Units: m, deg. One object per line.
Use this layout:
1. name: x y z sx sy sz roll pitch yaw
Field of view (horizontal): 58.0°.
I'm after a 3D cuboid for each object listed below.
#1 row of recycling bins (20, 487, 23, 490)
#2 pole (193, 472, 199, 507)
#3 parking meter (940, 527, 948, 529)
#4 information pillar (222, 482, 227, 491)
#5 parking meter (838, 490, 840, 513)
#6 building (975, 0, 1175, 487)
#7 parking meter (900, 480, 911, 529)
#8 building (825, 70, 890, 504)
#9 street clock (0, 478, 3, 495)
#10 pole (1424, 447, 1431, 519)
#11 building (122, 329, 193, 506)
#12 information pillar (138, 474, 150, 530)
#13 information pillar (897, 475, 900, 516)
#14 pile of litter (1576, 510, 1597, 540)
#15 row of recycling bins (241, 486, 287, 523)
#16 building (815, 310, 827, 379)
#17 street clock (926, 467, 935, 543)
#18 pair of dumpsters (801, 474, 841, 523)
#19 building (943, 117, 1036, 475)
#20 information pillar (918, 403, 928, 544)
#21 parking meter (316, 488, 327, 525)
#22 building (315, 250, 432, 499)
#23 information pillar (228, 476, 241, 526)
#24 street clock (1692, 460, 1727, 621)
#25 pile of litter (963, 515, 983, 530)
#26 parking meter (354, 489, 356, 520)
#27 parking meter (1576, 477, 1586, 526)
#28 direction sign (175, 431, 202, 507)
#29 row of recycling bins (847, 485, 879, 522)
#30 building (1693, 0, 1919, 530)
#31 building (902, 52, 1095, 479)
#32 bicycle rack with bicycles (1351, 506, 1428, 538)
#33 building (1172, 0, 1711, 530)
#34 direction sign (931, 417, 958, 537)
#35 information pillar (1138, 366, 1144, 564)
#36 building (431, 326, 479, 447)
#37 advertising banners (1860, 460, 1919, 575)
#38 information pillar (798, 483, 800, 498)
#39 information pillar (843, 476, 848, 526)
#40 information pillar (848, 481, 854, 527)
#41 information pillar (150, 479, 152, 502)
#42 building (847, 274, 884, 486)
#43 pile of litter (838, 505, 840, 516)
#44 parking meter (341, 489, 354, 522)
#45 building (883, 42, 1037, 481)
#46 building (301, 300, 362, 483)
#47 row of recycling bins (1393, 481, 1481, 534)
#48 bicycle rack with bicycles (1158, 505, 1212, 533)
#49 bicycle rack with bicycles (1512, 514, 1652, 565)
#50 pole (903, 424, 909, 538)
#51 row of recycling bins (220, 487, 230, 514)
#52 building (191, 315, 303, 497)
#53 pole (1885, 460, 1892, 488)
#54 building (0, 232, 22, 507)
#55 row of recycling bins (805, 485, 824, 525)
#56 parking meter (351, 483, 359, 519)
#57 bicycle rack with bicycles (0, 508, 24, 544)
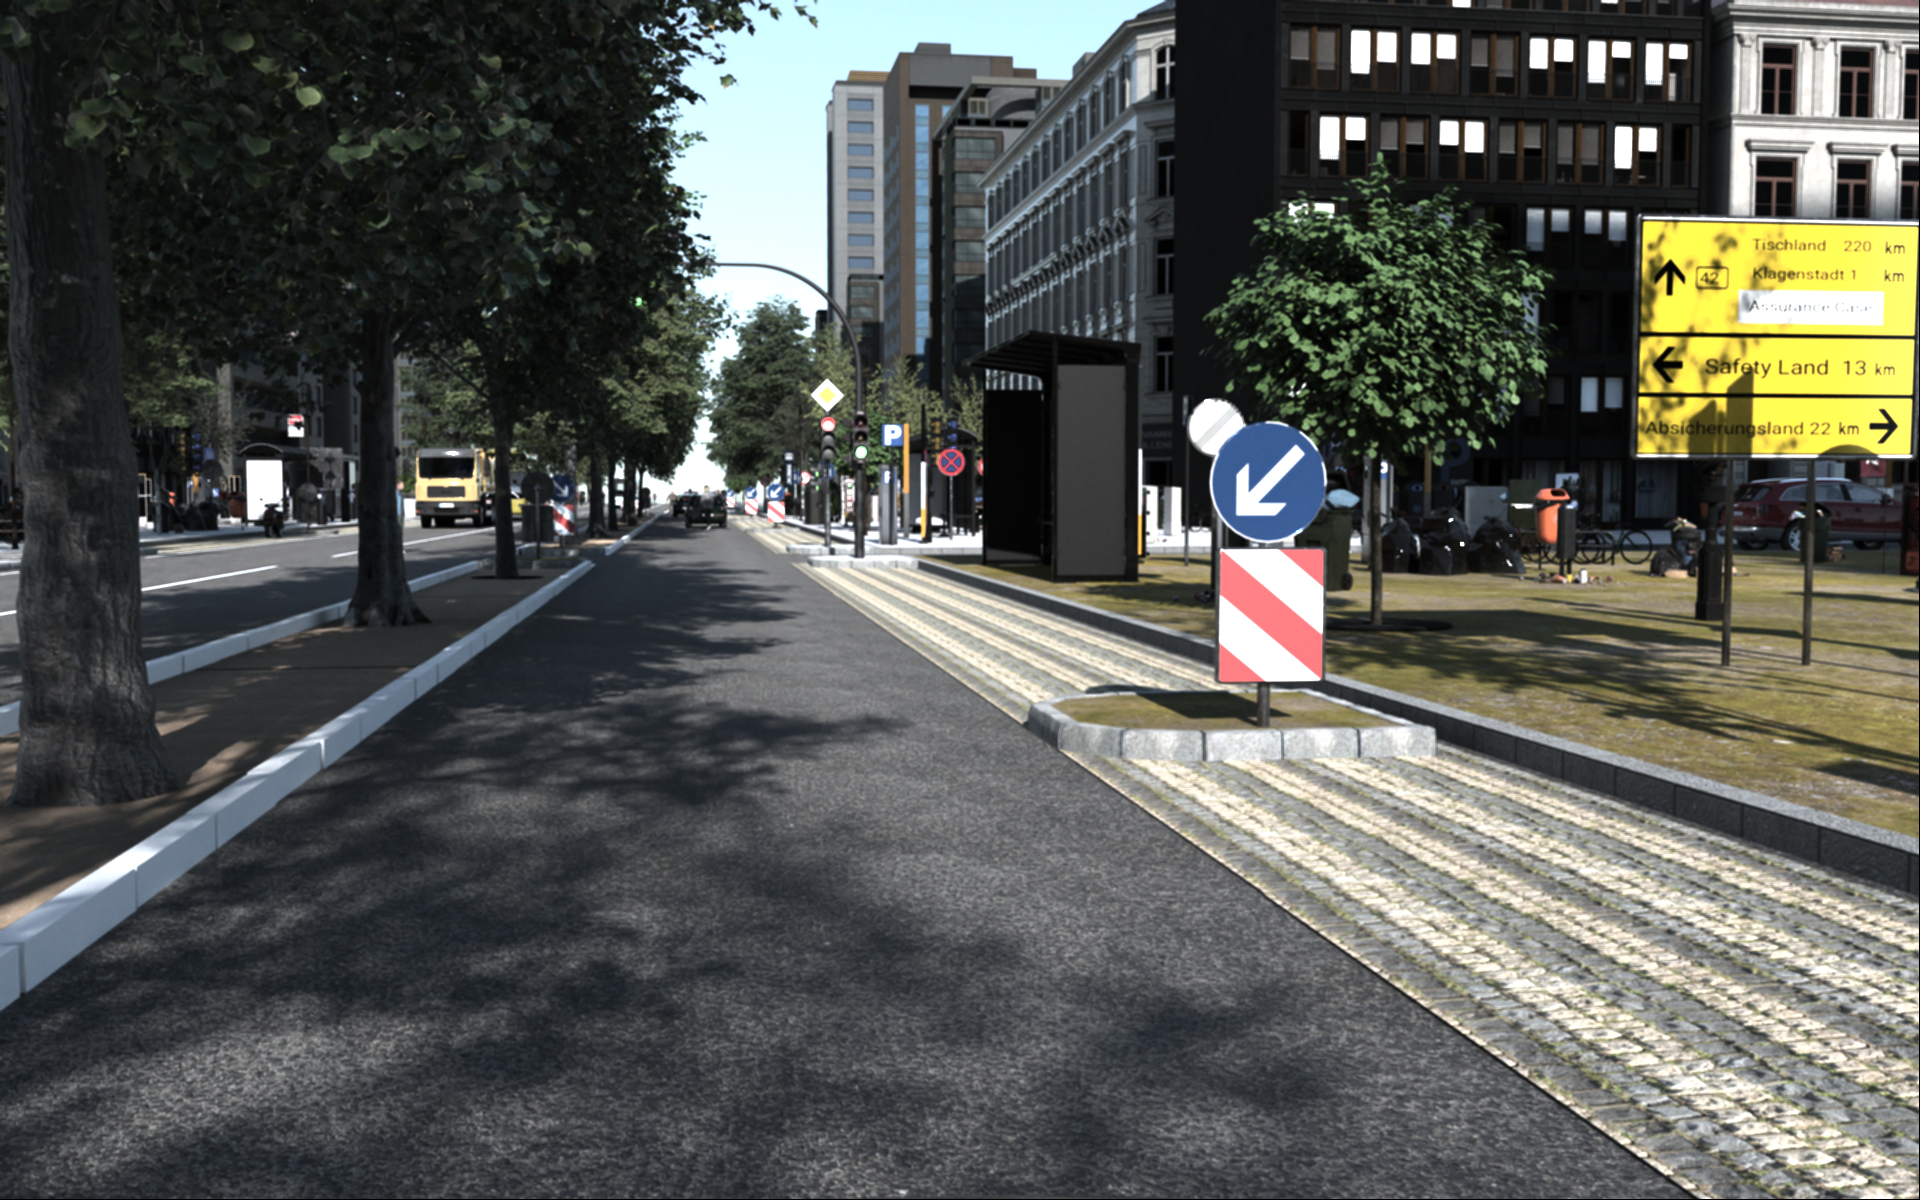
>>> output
1. row of recycling bins: -41.334 -4.321 77.759 1.069 1.692 3.534 -1 4 -11
2. pole: -29.071 -4.405 65.863 0.158 3.312 0.155 0 3 0
3. parking meter: -0.614 -3.596 64.498 0.399 1.863 0.255 -3 5 -41
4. information pillar: -46.237 -6.396 109.061 0.304 2.012 0.304 2 4 25
5. parking meter: -7.451 -5.917 105.158 0.372 1.533 0.369 0 3 0
6. building: 12.811 -19.705 98.591 17.030 29.872 44.131 -1 4 -9
7. parking meter: -2.021 -3.579 64.231 0.399 1.863 0.255 3 5 39
8. building: -8.602 -43.246 249.075 21.231 58.520 28.212 -1 4 -9
9. street clock: -39.316 -4.044 70.688 0.471 2.002 0.358 -2 4 -26
10. pole: 14.542 -3.670 53.840 0.158 3.312 0.155 0 3 0
11. building: -52.052 -16.374 97.391 12.332 23.373 15.834 -1 4 -9
12. information pillar: -29.656 -3.560 62.694 0.304 2.012 0.304 3 5 44
13. information pillar: -3.572 -6.602 99.296 0.183 3.616 0.504 -1 4 -20
14. pile of litter: 17.251 -2.121 48.646 1.719 0.858 1.176 -3 4 -38
15. row of recycling bins: -31.752 -4.400 79.046 1.069 1.692 3.534 0 4 4
16. building: -15.753 -30.534 270.924 14.160 30.474 14.107 -1 4 -9
17. street clock: -0.832 -2.512 45.646 0.358 2.002 0.471 0 4 -1
18. pair of dumpsters: -6.345 -4.704 79.397 1.574 2.255 4.437 -1 4 -9
19. building: 5.469 -22.335 136.886 14.160 30.474 14.107 -1 4 -9
20. information pillar: -0.932 -3.277 44.941 0.183 3.616 0.504 0 4 6
21. parking meter: -26.252 -3.842 71.222 0.372 1.533 0.369 0 3 0
22. building: -79.938 -32.125 217.125 32.217 40.220 23.993 -1 4 -9
23. information pillar: -29.482 -4.035 70.469 0.304 2.012 0.304 2 4 30
24. street clock: 7.603 -0.792 17.525 0.358 2.002 0.471 -1 4 -11
25. pile of litter: 0.807 -2.949 62.173 1.176 0.858 1.719 -2 4 -24
26. parking meter: -30.241 -4.748 86.048 0.372 1.533 0.369 0 3 0
27. parking meter: 21.171 -3.277 59.291 0.399 1.863 0.255 0 4 5
28. direction sign: -27.713 -4.300 62.301 0.876 3.537 0.379 0 4 -7
29. row of recycling bins: -4.232 -4.513 80.898 1.069 1.692 3.534 2 4 28
30. building: 35.944 -14.133 67.224 21.152 22.565 11.583 -1 4 -9
31. building: 11.377 -28.432 156.744 32.217 40.220 23.993 -1 4 -9
32. bicycle rack with bicycles: 12.260 -2.294 50.882 2.925 0.926 2.852 3 5 43
33. building: 17.457 -14.436 65.702 15.834 23.373 12.332 -1 4 -9
34. direction sign: -0.472 -3.632 51.381 0.876 3.537 0.379 2 4 25
35. information pillar: 3.177 -2.489 32.044 0.183 3.616 0.504 -3 5 -40
36. building: -81.913 -39.965 242.664 28.713 52.752 27.495 -1 4 -9
37. advertising banners: 15.119 -1.897 27.209 2.074 3.025 0.090 3 5 43
38. information pillar: -10.786 -6.876 116.912 0.304 2.012 0.304 -1 4 -16
39. information pillar: -4.501 -4.720 68.530 0.183 3.616 0.504 -1 4 -10
40. information pillar: -4.081 -4.639 67.204 0.183 3.616 0.504 1 4 11
41. information pillar: -39.256 -4.842 83.661 0.304 2.012 0.304 -3 5 -43
42. building: -8.067 -27.933 228.398 14.160 30.474 14.107 -1 4 -9
43. pile of litter: -5.844 -4.685 90.566 1.176 0.858 1.719 1 4 15
44. parking meter: -28.123 -4.333 79.257 0.372 1.533 0.369 0 3 0
45. building: -0.027 -32.049 174.113 14.600 45.320 14.200 -1 4 -9
46. building: -66.681 -18.362 145.257 27.650 21.520 28.899 -1 4 -9
47. row of recycling bins: 15.072 -2.980 55.843 3.534 1.692 1.069 0 4 1
48. bicycle rack with bicycles: 7.664 -2.735 58.095 2.852 0.926 2.925 -2 4 -32
49. bicycle rack with bicycles: 11.257 -1.143 32.067 2.925 0.926 2.852 1 4 16
50. pole: -1.557 -3.444 50.145 0.158 3.312 0.155 0 3 0
51. row of recycling bins: -41.169 -5.488 96.840 3.534 1.692 1.069 -2 4 -35
52. building: -59.435 -30.358 120.050 21.300 48.544 21.600 -1 4 -9
53. pole: 28.712 -3.653 53.574 0.158 3.312 0.155 0 3 0
54. building: -49.707 -17.929 79.036 13.634 28.700 20.117 -1 4 -9
55. row of recycling bins: -6.116 -4.084 73.887 1.069 1.692 3.534 0 4 -5
56. parking meter: -31.481 -5.168 90.211 0.399 1.863 0.255 3 5 39
57. bicycle rack with bicycles: -24.849 -1.910 44.605 2.925 0.926 2.852 -1 4 -14
